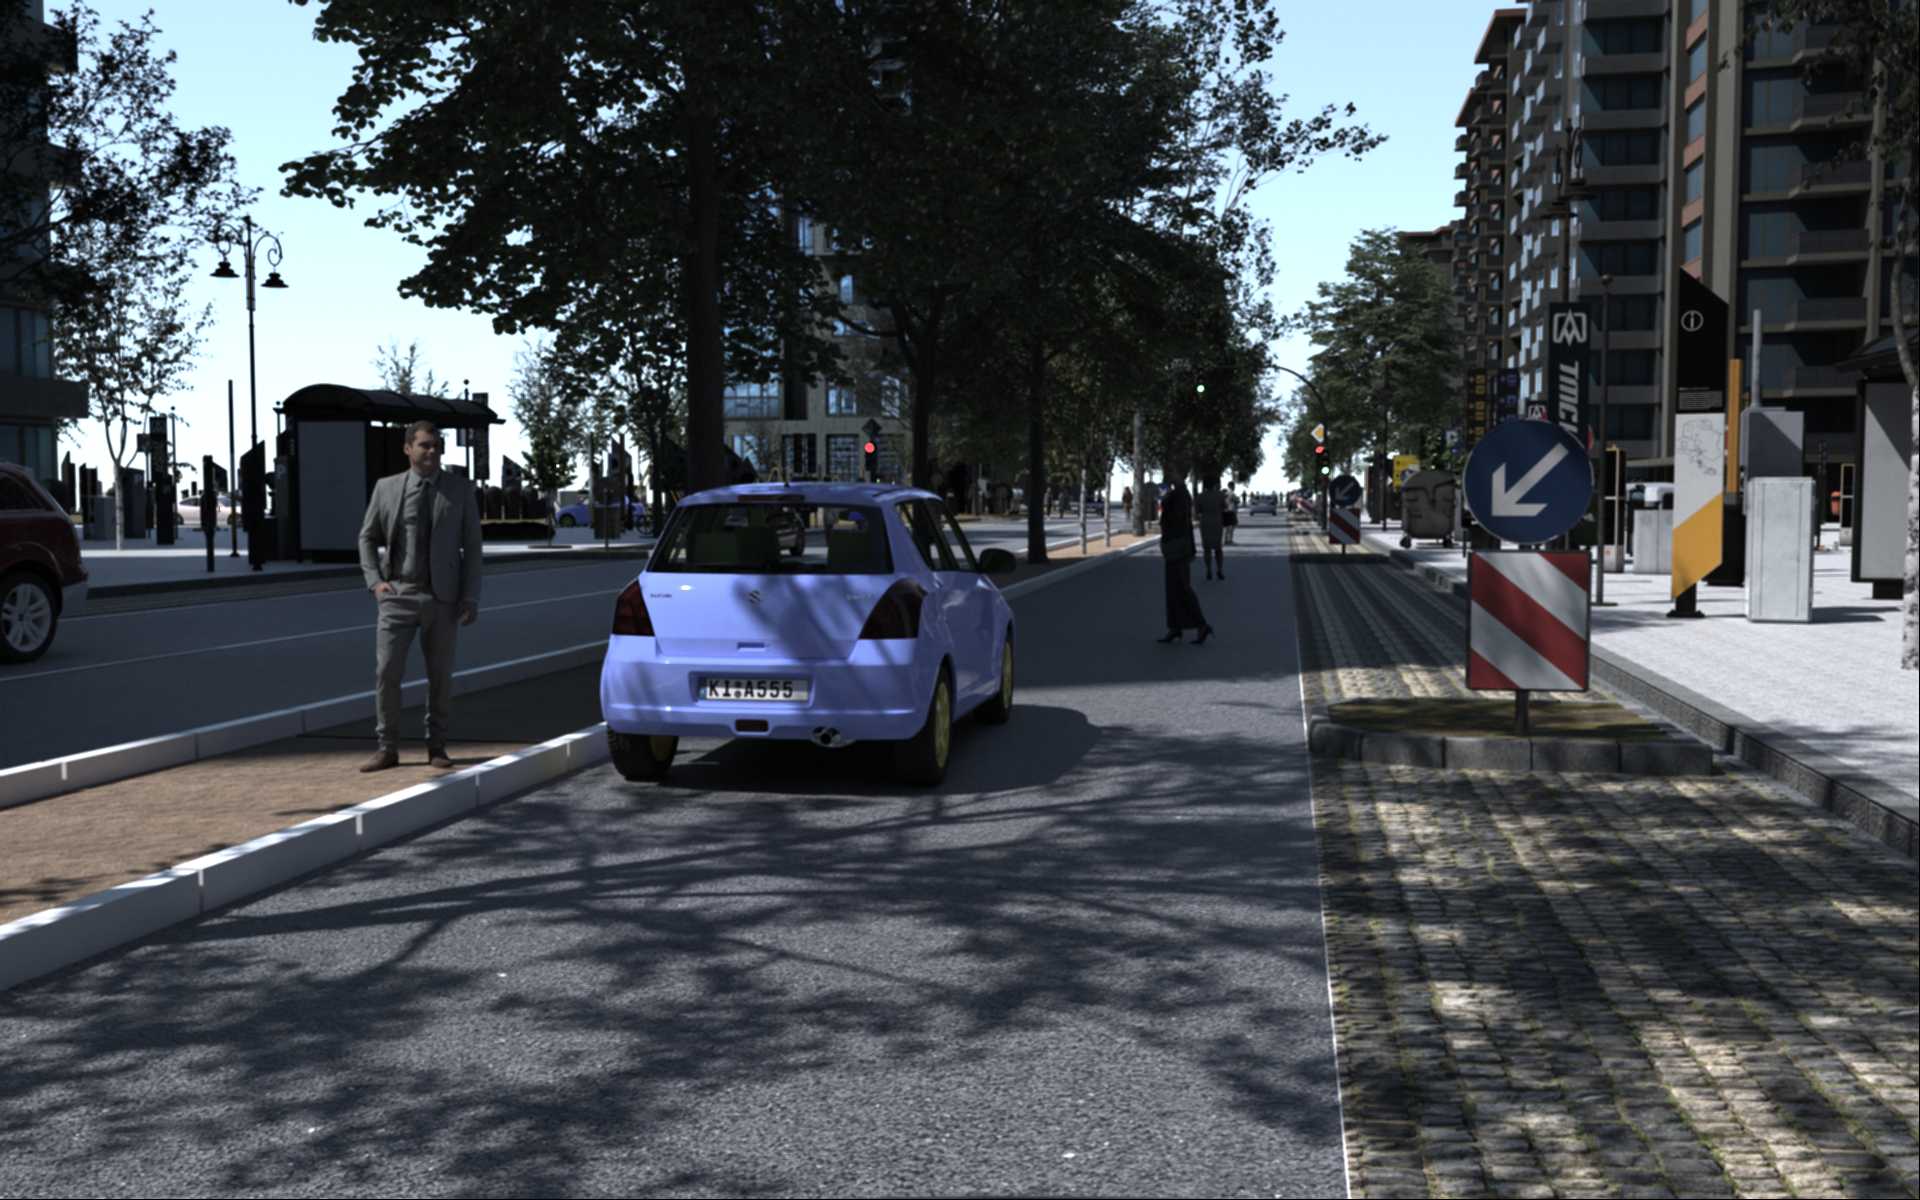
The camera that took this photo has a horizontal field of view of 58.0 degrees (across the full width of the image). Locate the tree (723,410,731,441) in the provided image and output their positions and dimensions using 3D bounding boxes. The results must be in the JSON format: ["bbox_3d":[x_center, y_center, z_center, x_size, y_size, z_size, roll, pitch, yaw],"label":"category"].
[{"bbox_3d":[-15.486,-9.090,98.984,4.737,8.622,4.395,0,3,0],"label":"tree"}]

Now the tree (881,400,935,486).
[{"bbox_3d":[-3.609,-11.071,131.372,4.737,8.622,4.395,0,3,0],"label":"tree"}]

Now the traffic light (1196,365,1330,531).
[{"bbox_3d":[10.725,-5.286,61.098,4.771,5.953,1.251,1,4,11],"label":"traffic light"}]

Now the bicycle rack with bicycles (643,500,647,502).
[{"bbox_3d":[-20.351,-6.145,113.848,2.925,0.926,2.852,-1,4,-13],"label":"bicycle rack with bicycles"}]

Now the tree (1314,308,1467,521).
[{"bbox_3d":[20.489,-9.057,82.496,7.601,10.594,8.767,0,3,0],"label":"tree"}]

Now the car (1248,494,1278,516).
[{"bbox_3d":[20.198,-6.325,115.421,2.014,1.417,4.499,1,4,10],"label":"car"}]

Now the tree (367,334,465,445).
[{"bbox_3d":[-25.269,-7.932,80.049,4.737,8.622,4.395,0,3,0],"label":"tree"}]

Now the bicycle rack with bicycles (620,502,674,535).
[{"bbox_3d":[-9.508,-2.580,55.567,2.925,0.926,2.852,1,4,14],"label":"bicycle rack with bicycles"}]

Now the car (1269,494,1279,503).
[{"bbox_3d":[47.920,-15.539,265.867,2.131,1.459,4.920,1,4,9],"label":"car"}]

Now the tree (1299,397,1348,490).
[{"bbox_3d":[26.803,-10.749,126.103,4.360,8.622,3.978,0,3,0],"label":"tree"}]

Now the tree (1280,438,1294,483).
[{"bbox_3d":[57.336,-22.707,289.393,7.486,12.596,7.792,0,3,0],"label":"tree"}]

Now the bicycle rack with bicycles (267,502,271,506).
[{"bbox_3d":[-58.517,-7.989,143.998,2.925,0.926,2.852,3,5,41],"label":"bicycle rack with bicycles"}]

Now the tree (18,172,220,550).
[{"bbox_3d":[-19.054,-5.431,39.161,4.360,8.622,3.978,0,3,0],"label":"tree"}]

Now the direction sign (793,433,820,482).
[{"bbox_3d":[-5.788,-4.445,64.668,0.876,3.537,0.379,1,4,10],"label":"direction sign"}]

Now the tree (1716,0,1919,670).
[{"bbox_3d":[7.217,-3.792,12.357,4.360,8.622,3.978,0,3,0],"label":"tree"}]

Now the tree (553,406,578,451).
[{"bbox_3d":[-20.799,-9.095,99.061,4.737,8.622,4.395,0,3,0],"label":"tree"}]

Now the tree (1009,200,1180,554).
[{"bbox_3d":[2.904,-5.383,40.830,4.737,8.622,4.395,0,3,0],"label":"tree"}]

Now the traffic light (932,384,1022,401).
[{"bbox_3d":[0.294,-5.911,71.319,4.771,5.953,1.251,1,4,11],"label":"traffic light"}]

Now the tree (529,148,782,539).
[{"bbox_3d":[-8.830,-7.621,50.362,9.928,11.665,9.643,0,3,0],"label":"tree"}]

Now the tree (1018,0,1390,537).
[{"bbox_3d":[7.024,-12.110,56.351,12.611,20.169,13.585,0,3,0],"label":"tree"}]

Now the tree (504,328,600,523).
[{"bbox_3d":[-18.392,-7.783,77.620,4.360,8.622,3.978,0,3,0],"label":"tree"}]

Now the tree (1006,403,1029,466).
[{"bbox_3d":[8.429,-13.539,138.362,9.611,12.733,9.660,0,3,0],"label":"tree"}]

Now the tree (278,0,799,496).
[{"bbox_3d":[-2.196,-5.745,14.516,7.486,12.596,7.792,0,3,0],"label":"tree"}]

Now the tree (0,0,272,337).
[{"bbox_3d":[-13.504,-5.390,22.541,8.767,10.594,7.601,-2,4,-33],"label":"tree"}]

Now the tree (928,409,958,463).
[{"bbox_3d":[-1.494,-11.740,142.318,4.360,8.622,3.978,0,3,0],"label":"tree"}]

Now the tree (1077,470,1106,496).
[{"bbox_3d":[12.131,-10.703,158.705,4.285,4.588,4.351,0,3,0],"label":"tree"}]

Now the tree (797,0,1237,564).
[{"bbox_3d":[1.604,-6.976,34.646,7.486,12.596,7.792,0,3,0],"label":"tree"}]

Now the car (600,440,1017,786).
[{"bbox_3d":[-0.688,-0.019,9.907,1.945,1.707,3.694,1,4,9],"label":"car"}]

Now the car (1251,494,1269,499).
[{"bbox_3d":[28.679,-9.316,164.112,2.131,1.459,4.920,1,4,9],"label":"car"}]

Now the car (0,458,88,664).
[{"bbox_3d":[-9.177,-0.288,13.388,2.281,1.827,5.304,1,4,11],"label":"car"}]

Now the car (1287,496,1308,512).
[{"bbox_3d":[27.552,-7.842,140.792,1.945,1.354,3.894,1,4,11],"label":"car"}]

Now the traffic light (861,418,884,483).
[{"bbox_3d":[-3.241,-4.581,63.817,0.839,4.253,0.868,1,4,11],"label":"traffic light"}]

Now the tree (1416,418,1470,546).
[{"bbox_3d":[11.891,-2.977,43.269,1.663,3.219,1.824,0,3,0],"label":"tree"}]

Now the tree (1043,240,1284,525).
[{"bbox_3d":[9.040,-9.522,75.147,9.611,12.733,9.660,0,3,0],"label":"tree"}]

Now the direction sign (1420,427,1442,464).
[{"bbox_3d":[16.002,-4.082,58.741,0.876,3.537,0.379,-1,4,-13],"label":"direction sign"}]

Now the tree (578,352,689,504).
[{"bbox_3d":[-15.984,-8.413,87.912,4.737,8.622,4.395,0,3,0],"label":"tree"}]

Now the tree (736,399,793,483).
[{"bbox_3d":[-15.274,-11.304,135.176,4.360,8.622,3.978,0,3,0],"label":"tree"}]

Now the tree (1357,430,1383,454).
[{"bbox_3d":[32.086,-14.808,152.480,12.009,13.543,11.850,0,3,0],"label":"tree"}]

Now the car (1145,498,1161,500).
[{"bbox_3d":[10.333,-5.161,93.178,1.959,1.807,4.718,1,4,11],"label":"car"}]

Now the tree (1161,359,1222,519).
[{"bbox_3d":[10.641,-7.911,82.168,4.360,8.622,3.978,0,3,0],"label":"tree"}]

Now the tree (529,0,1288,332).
[{"bbox_3d":[-0.571,-6.862,25.023,12.009,13.543,11.850,0,3,0],"label":"tree"}]

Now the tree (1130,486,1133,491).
[{"bbox_3d":[21.238,-12.988,206.954,1.663,3.219,1.824,0,3,0],"label":"tree"}]

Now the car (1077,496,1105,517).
[{"bbox_3d":[8.452,-5.937,109.651,1.945,1.354,3.894,1,4,9],"label":"car"}]

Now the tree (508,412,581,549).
[{"bbox_3d":[-9.841,-2.832,40.901,1.663,3.219,1.824,0,3,0],"label":"tree"}]

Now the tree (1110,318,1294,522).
[{"bbox_3d":[12.192,-9.883,89.798,9.928,11.665,9.643,0,3,0],"label":"tree"}]

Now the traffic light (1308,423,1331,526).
[{"bbox_3d":[14.261,-4.880,68.706,0.839,4.253,0.868,1,4,11],"label":"traffic light"}]

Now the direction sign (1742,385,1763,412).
[{"bbox_3d":[16.633,-2.720,36.465,0.379,3.537,0.876,0,4,0],"label":"direction sign"}]

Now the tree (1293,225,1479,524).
[{"bbox_3d":[18.163,-9.509,73.594,7.486,12.596,7.792,0,3,0],"label":"tree"}]

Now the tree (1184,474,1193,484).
[{"bbox_3d":[39.384,-22.474,301.858,7.601,10.594,8.767,0,4,-8],"label":"tree"}]

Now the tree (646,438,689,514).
[{"bbox_3d":[-9.904,-3.912,58.562,1.663,3.219,1.824,0,3,0],"label":"tree"}]

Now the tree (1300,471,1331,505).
[{"bbox_3d":[54.304,-17.454,269.078,4.285,4.588,4.351,0,3,0],"label":"tree"}]

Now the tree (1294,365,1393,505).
[{"bbox_3d":[29.570,-12.654,132.646,9.928,11.665,9.643,0,3,0],"label":"tree"}]

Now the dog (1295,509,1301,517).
[{"bbox_3d":[20.744,-5.319,106.247,0.540,0.507,0.406,2,4,30],"label":"dog"}]
